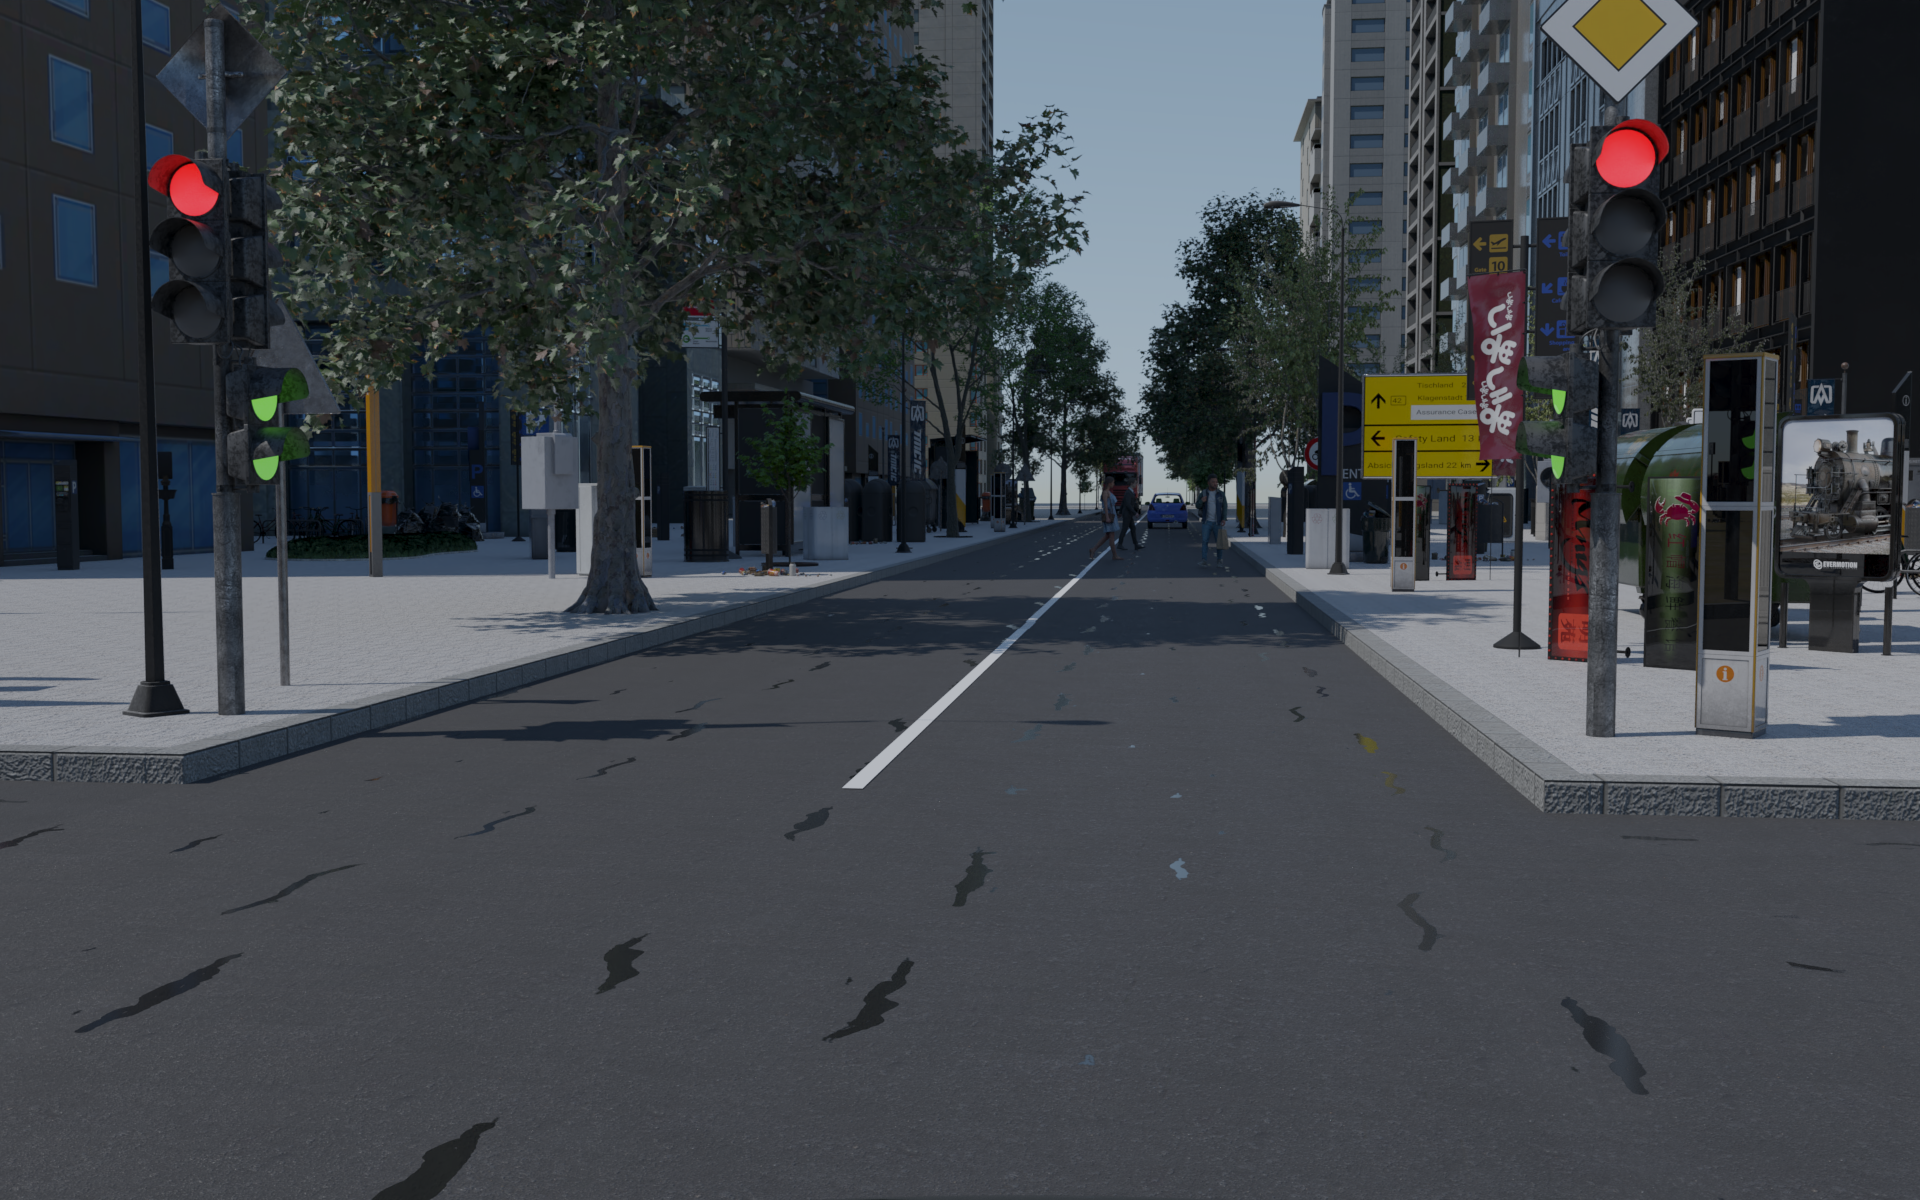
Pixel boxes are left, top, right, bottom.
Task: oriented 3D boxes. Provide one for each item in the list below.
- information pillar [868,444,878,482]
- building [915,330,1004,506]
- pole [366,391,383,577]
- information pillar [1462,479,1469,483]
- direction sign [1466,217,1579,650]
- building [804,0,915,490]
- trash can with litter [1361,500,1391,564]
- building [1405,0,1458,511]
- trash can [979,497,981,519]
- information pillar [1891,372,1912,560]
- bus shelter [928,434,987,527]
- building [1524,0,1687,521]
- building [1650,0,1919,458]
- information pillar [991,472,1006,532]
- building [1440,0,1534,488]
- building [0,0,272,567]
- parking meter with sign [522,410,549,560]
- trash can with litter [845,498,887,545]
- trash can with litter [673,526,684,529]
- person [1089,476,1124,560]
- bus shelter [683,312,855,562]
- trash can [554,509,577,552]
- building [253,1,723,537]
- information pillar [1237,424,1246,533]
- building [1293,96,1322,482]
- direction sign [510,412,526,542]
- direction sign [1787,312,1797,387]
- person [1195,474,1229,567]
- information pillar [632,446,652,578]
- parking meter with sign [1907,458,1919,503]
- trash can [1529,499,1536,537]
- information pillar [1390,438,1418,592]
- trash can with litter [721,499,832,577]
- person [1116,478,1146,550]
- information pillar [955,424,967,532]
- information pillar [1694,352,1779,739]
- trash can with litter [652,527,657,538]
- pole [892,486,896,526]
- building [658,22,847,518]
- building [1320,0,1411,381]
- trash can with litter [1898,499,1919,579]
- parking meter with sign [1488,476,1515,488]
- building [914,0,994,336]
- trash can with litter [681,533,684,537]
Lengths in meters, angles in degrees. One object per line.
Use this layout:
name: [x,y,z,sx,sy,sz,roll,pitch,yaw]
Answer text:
information pillar: [-4.081,-5.498,81.247,0.504,3.616,0.183,0,4,-7]
building: [-10.061,-21.669,199.327,27.650,21.520,28.899,0,4,7]
pole: [-9.035,-2.009,26.697,0.158,3.312,0.155,0,3,0]
information pillar: [23.864,-4.729,81.813,0.304,2.012,0.304,2,4,24]
direction sign: [4.642,-1.366,14.333,0.876,3.537,0.379,1,4,18]
building: [-11.443,-29.719,136.009,14.600,45.320,14.200,0,4,7]
trash can with litter: [7.927,-1.259,31.968,1.055,1.170,0.624,1,4,14]
building: [43.237,-42.284,129.600,20.563,71.187,20.611,0,4,7]
trash can: [0.719,-4.486,85.007,0.748,1.137,0.748,0,3,0]
information pillar: [18.000,-2.558,33.183,0.504,3.616,0.183,-2,4,-28]
bus shelter: [-0.053,-4.889,71.225,1.731,3.624,6.357,0,4,7]
building: [31.706,-15.499,71.430,12.078,24.808,19.932,0,4,7]
building: [30.015,-13.678,53.311,12.332,23.373,15.834,0,4,7]
information pillar: [1.343,-3.308,58.578,0.304,2.012,0.304,2,4,31]
building: [41.779,-29.652,104.422,23.786,49.044,30.456,0,4,7]
building: [-23.252,-23.351,31.901,14.600,45.320,14.200,0,4,7]
parking meter with sign: [-8.425,-2.346,34.626,0.543,3.016,1.738,-1,4,-17]
trash can with litter: [-2.665,-2.032,44.281,2.233,1.210,1.678,-3,4,-37]
trash can with litter: [-9.735,-3.227,63.818,1.678,1.210,2.233,0,4,-6]
person: [3.176,-1.772,37.564,0.778,1.811,0.616,1,4,17]
bus shelter: [-4.093,-3.610,36.651,2.179,5.291,8.768,0,4,7]
trash can: [-8.722,-1.634,38.374,0.748,1.137,0.748,0,3,0]
building: [-21.985,-46.061,65.762,22.319,86.520,31.000,0,4,7]
information pillar: [9.387,-4.067,57.852,0.183,3.616,0.504,-1,4,-14]
building: [58.455,-38.849,224.421,28.713,52.752,27.495,0,4,7]
direction sign: [-11.969,-3.356,46.872,0.379,3.537,0.876,0,4,7]
direction sign: [10.520,-1.834,21.978,0.379,3.537,0.876,2,4,30]
person: [4.948,-1.540,33.656,0.794,1.824,0.713,2,4,30]
information pillar: [-4.930,-1.350,26.569,0.304,2.012,0.304,1,4,15]
parking meter with sign: [20.190,-2.494,37.031,1.738,3.016,0.543,0,4,8]
trash can: [17.514,-2.478,52.171,0.748,1.137,0.748,0,3,0]
information pillar: [5.825,-1.116,22.738,0.304,2.012,0.304,1,4,11]
trash can with litter: [-2.996,-1.022,27.771,1.678,1.210,2.233,-1,4,-12]
person: [4.383,-2.203,44.295,0.755,1.850,0.659,0,4,7]
information pillar: [0.014,-4.079,58.047,0.183,3.616,0.504,3,5,40]
information pillar: [4.118,-0.287,9.191,0.304,2.012,0.304,3,4,38]
trash can with litter: [-9.373,-2.433,51.166,1.055,1.170,0.624,-3,4,-36]
pole: [-2.681,-4.675,70.287,0.158,3.312,0.155,0,3,0]
building: [-22.319,-31.293,100.873,28.713,52.752,27.495,0,4,7]
building: [51.587,-40.036,196.587,21.231,58.520,28.212,0,4,7]
trash can with litter: [14.798,-0.976,27.010,1.678,1.210,2.233,0,4,1]
parking meter with sign: [19.830,-4.091,63.142,0.543,3.016,1.738,-1,4,-23]
building: [-4.127,-47.935,221.987,20.563,71.187,20.611,0,4,7]
trash can with litter: [-7.485,-2.357,49.916,1.055,1.170,0.624,-3,5,-42]
